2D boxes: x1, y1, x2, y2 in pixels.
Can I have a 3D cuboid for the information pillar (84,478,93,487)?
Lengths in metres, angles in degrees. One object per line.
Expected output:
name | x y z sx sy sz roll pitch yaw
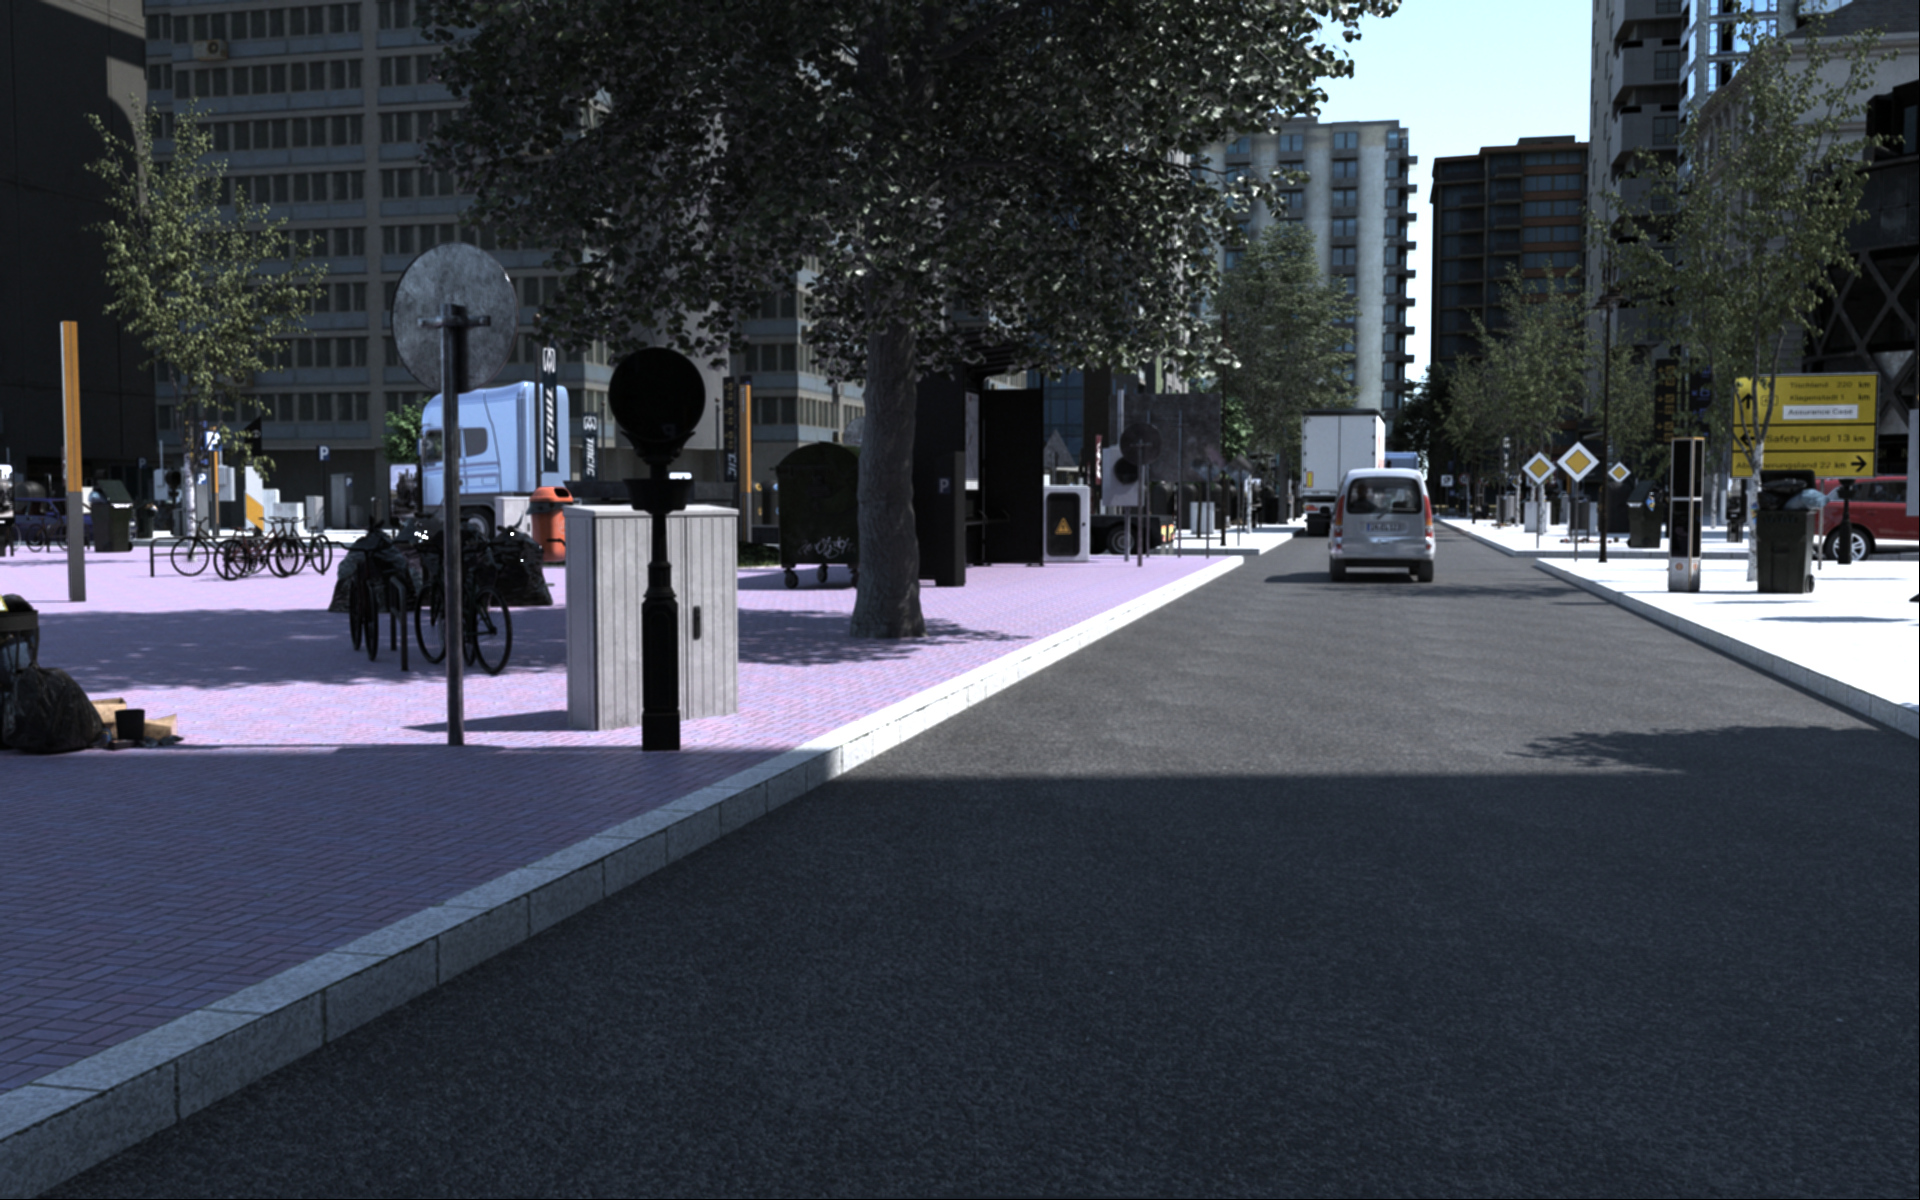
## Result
information pillar | -40.069 -4.597 79.652 0.304 2.012 0.304 -3 5 -39

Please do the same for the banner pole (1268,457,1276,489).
banner pole | 19.816 -7.361 110.376 0.401 3.779 0.863 -3 5 -40

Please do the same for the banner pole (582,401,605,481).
banner pole | -9.808 -3.465 46.671 0.863 3.779 0.401 -3 5 -40

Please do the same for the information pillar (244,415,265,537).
information pillar | -20.967 -3.676 51.459 0.504 3.616 0.183 -2 4 -30

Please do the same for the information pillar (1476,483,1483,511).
information pillar | 33.212 -6.500 110.761 0.304 2.012 0.304 -2 4 -24

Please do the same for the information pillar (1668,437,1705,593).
information pillar | 9.477 -1.108 22.613 0.304 2.012 0.304 -3 5 -42

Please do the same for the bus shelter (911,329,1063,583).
bus shelter | 0.291 -2.239 27.893 1.731 3.624 6.357 1 4 14

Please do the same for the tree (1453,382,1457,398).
tree | 21.499 -7.135 67.016 4.360 8.622 3.978 0 3 0

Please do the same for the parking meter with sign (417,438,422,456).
parking meter with sign | -16.561 -3.496 53.427 0.543 3.016 1.738 -1 4 -10

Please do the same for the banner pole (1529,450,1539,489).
banner pole | 32.474 -6.591 97.782 0.863 3.779 0.401 -1 4 -21

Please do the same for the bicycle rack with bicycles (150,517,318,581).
bicycle rack with bicycles | -11.096 -0.842 27.152 2.852 0.926 2.925 2 4 31

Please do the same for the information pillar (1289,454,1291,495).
information pillar | 18.601 -6.502 97.666 0.183 3.616 0.504 1 4 14

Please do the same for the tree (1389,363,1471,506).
tree | 41.021 -14.142 149.354 7.486 12.596 7.792 0 3 0

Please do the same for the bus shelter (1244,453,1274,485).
bus shelter | 17.613 -6.838 103.079 1.731 3.624 6.357 1 4 14

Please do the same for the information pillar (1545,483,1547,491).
information pillar | 30.750 -5.257 90.440 0.304 2.012 0.304 0 4 4

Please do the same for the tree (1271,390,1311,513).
tree | 22.666 -10.067 114.953 4.737 8.622 4.395 0 3 0

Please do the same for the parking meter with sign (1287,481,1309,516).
parking meter with sign | 19.068 -6.279 98.928 1.738 3.016 0.543 2 4 24

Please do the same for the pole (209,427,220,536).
pole | -22.557 -3.582 52.404 0.158 3.312 0.155 0 3 0

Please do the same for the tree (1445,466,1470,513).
tree | 33.702 -7.514 117.449 1.663 3.219 1.824 0 3 0

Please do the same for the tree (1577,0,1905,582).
tree | 11.599 -4.591 25.432 4.737 8.622 4.395 0 3 0

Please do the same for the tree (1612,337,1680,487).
tree | 32.062 -8.057 82.087 4.360 8.622 3.978 0 3 0

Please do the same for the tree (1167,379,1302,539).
tree | 6.819 -4.025 49.520 4.285 4.588 4.351 0 3 0

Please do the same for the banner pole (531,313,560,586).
banner pole | -5.815 -2.097 24.302 0.401 3.779 0.863 1 4 13

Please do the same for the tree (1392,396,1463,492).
tree | 45.762 -14.873 168.936 9.928 11.665 9.643 0 3 0

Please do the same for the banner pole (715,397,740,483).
banner pole | -6.056 -3.359 44.944 0.863 3.779 0.401 0 4 7

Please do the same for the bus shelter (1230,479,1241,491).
bus shelter | 12.732 -5.745 85.212 1.731 3.624 6.357 1 4 14

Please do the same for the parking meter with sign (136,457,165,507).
parking meter with sign | -38.176 -5.259 82.247 1.738 3.016 0.543 1 4 19

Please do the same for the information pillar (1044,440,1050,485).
information pillar | 3.671 -5.060 74.086 0.183 3.616 0.504 2 4 35

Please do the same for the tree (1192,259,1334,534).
tree | 9.442 -6.393 54.894 4.360 8.622 3.978 0 3 0

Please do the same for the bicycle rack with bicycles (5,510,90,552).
bicycle rack with bicycles | -21.042 -1.551 38.737 2.852 0.926 2.925 0 4 1

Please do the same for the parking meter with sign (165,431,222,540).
parking meter with sign | -21.430 -3.197 48.525 1.738 3.016 0.543 2 4 32

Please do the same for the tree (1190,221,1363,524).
tree | 13.235 -9.467 72.917 7.486 12.596 7.792 0 3 0

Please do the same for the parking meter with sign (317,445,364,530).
parking meter with sign | -22.121 -4.019 61.966 1.738 3.016 0.543 2 4 24

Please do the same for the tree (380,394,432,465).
tree | -17.531 -4.486 57.060 4.285 4.588 4.351 0 3 0

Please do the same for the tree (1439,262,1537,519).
tree | 17.842 -6.313 53.580 4.737 8.622 4.395 0 3 0

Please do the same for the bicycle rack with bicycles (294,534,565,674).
bicycle rack with bicycles | -3.582 -0.006 13.475 2.852 0.926 2.925 -1 4 -19

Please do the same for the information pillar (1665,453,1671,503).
information pillar | 36.004 -5.913 88.039 0.183 3.616 0.504 0 4 3

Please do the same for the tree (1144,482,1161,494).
tree | 11.100 -6.437 99.846 1.663 3.219 1.824 0 3 0

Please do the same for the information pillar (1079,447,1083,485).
information pillar | 6.088 -5.866 87.262 0.183 3.616 0.504 -1 4 -14

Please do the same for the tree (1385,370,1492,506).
tree | 35.655 -11.937 129.583 8.767 10.594 7.601 -2 4 -23

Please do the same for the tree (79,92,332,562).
tree | -14.280 -5.013 32.317 4.737 8.622 4.395 0 3 0

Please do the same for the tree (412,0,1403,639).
tree | -0.585 -6.651 15.396 9.857 13.997 8.962 0 3 0

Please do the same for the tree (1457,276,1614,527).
tree | 19.826 -6.683 59.627 4.360 8.622 3.978 0 3 0

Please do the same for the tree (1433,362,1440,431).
tree | 26.189 -8.467 88.801 4.737 8.622 4.395 0 3 0

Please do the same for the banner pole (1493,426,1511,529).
banner pole | 19.944 -4.497 63.549 0.863 3.779 0.401 -3 5 -41
